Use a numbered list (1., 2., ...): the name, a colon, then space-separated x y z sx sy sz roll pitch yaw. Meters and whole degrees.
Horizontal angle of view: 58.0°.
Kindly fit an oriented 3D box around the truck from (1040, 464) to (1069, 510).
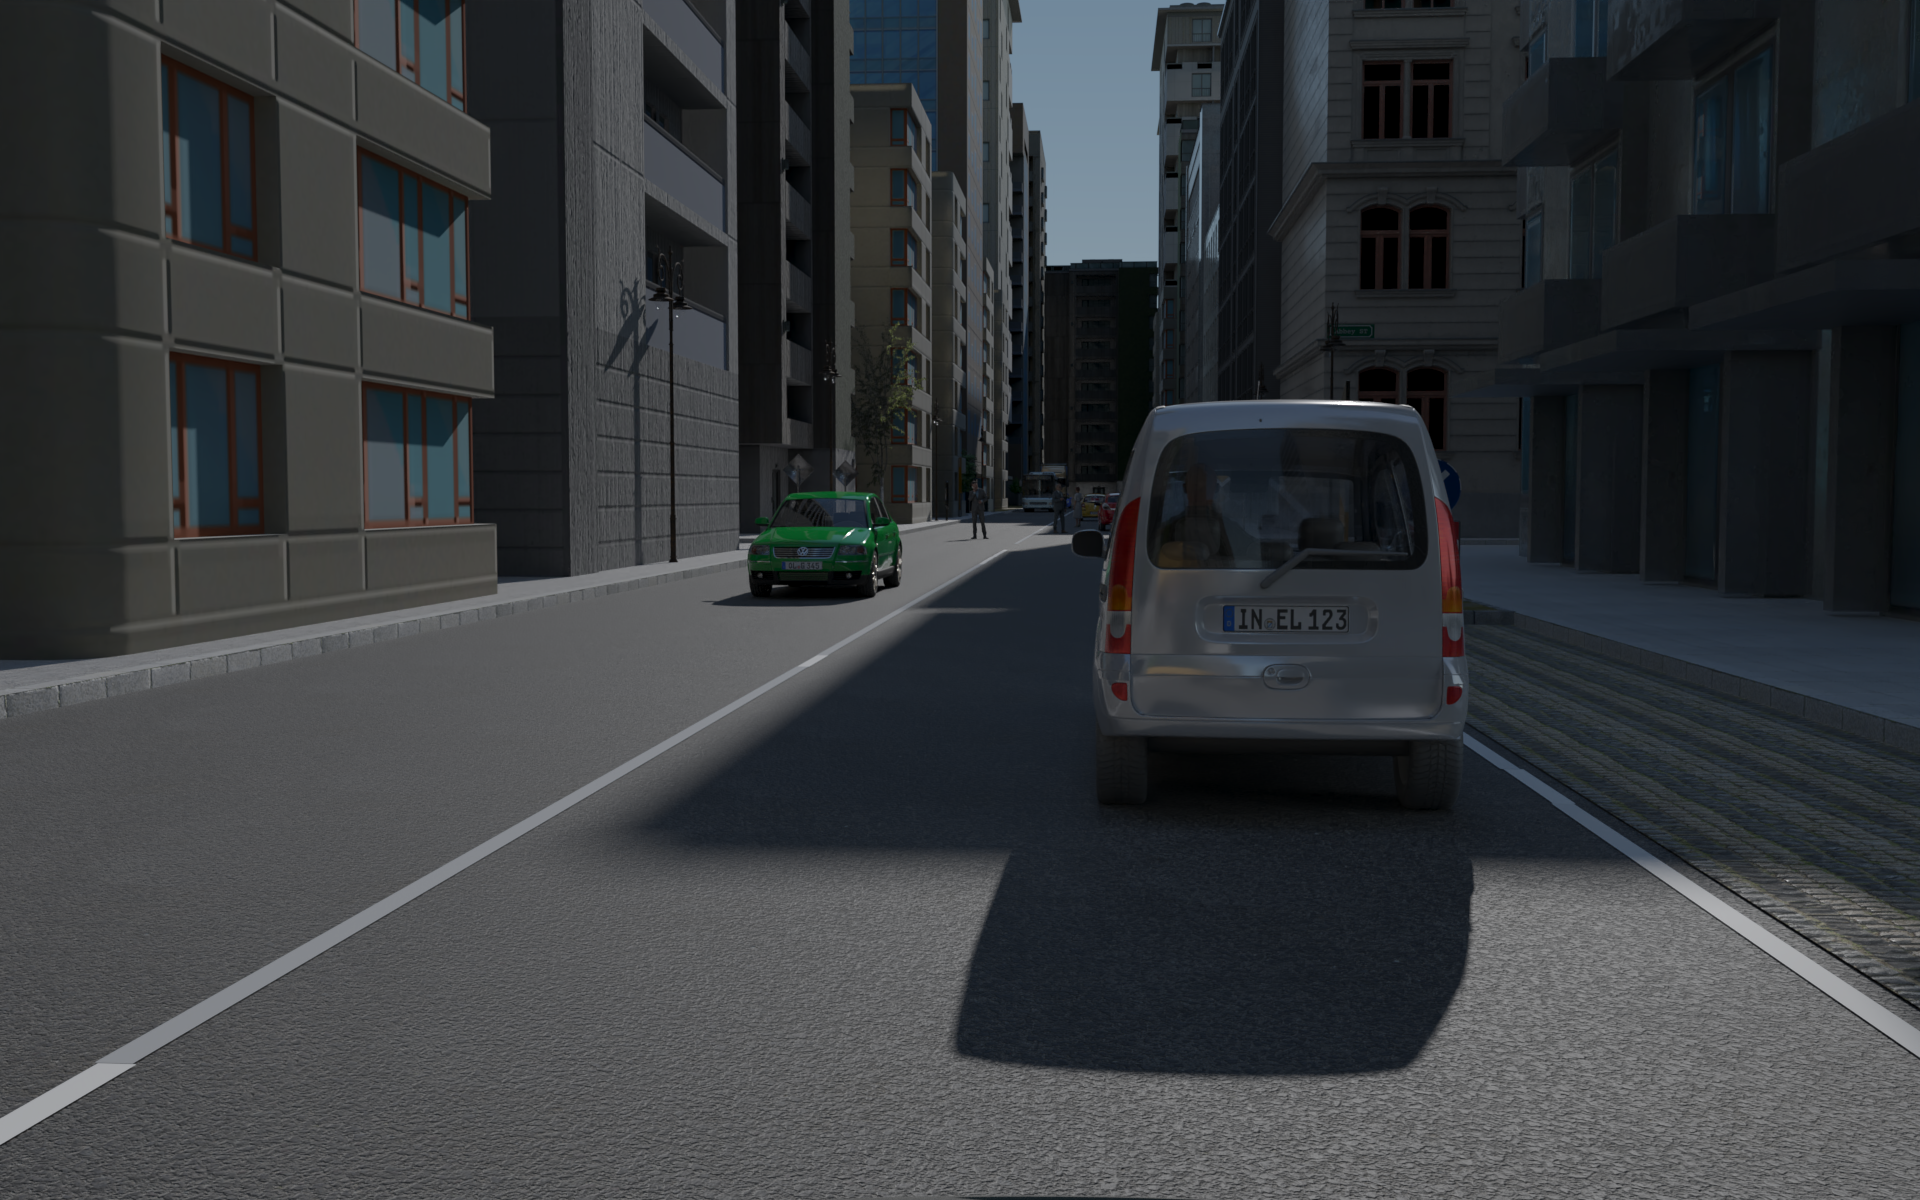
1. truck: 8.796 -10.589 162.050 2.839 4.237 11.283 0 4 4

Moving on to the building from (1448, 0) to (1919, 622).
1. building: 20.011 -24.540 20.833 23.786 49.044 30.456 0 4 5

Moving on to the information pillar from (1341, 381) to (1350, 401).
1. information pillar: 7.998 -2.732 36.022 0.183 3.616 0.504 0 4 -1

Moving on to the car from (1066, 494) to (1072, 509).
1. car: 10.218 -9.963 172.490 1.945 1.707 3.694 0 4 6

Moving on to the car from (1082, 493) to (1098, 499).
1. car: 11.139 -8.236 143.699 2.155 1.783 4.494 0 4 4

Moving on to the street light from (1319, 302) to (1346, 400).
1. street light: 8.977 -4.225 41.867 0.468 5.910 1.993 0 4 5

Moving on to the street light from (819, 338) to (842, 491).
1. street light: -3.836 -4.816 51.522 0.468 5.910 1.993 0 4 5

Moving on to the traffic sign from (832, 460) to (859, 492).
1. traffic sign: -3.391 -2.916 51.314 0.795 2.450 0.064 0 4 5

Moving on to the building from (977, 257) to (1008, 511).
1. building: -10.671 -18.162 141.989 27.650 21.520 28.899 0 4 5

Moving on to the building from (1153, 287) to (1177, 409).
1. building: 31.883 -19.130 157.820 27.650 21.520 28.899 0 4 5

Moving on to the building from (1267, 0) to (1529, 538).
1. building: 22.092 -16.371 55.064 23.554 28.519 14.401 0 4 5

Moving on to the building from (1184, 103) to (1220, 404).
1. building: 21.402 -18.138 114.576 12.078 24.808 19.932 0 4 5

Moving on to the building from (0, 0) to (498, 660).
1. building: -20.895 -9.987 8.331 27.650 21.520 28.899 0 4 5

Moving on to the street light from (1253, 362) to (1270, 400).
1. street light: 10.528 -5.375 60.672 0.468 5.910 1.993 0 4 5

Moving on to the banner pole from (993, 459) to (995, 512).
1. banner pole: 2.416 -8.096 122.389 0.401 3.779 0.863 0 4 -1

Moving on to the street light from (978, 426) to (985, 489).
1. street light: 1.460 -8.731 115.542 0.468 5.910 1.993 0 4 5

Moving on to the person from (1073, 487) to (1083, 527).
1. person: 5.057 -4.042 75.157 0.524 1.755 0.480 3 5 44

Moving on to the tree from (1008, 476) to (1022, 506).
1. tree: 6.296 -11.799 187.517 1.663 3.219 1.824 0 3 0

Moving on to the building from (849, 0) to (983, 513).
1. building: -5.849 -28.541 116.757 14.600 45.320 14.200 0 4 5

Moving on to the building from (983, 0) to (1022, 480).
1. building: -8.858 -35.467 169.126 28.713 52.752 27.495 0 4 5

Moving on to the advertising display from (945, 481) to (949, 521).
1. advertising display: -0.640 -4.788 83.490 0.123 1.923 0.974 0 4 -4

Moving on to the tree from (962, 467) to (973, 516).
1. tree: -0.053 -6.677 103.765 1.663 3.219 1.824 0 3 0

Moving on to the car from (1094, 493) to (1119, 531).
1. car: 6.377 -3.629 68.375 2.155 1.783 4.494 0 4 3

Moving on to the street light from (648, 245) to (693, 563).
1. street light: -5.384 -3.644 32.364 0.468 5.910 1.993 0 4 5

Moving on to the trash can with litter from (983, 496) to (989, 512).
1. trash can with litter: 1.777 -6.962 125.212 0.624 1.170 1.055 0 4 6

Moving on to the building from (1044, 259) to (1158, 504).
1. building: 17.509 -27.173 215.987 14.107 30.474 14.160 0 4 5

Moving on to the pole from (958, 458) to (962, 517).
1. pole: 0.005 -6.305 96.937 0.158 3.312 0.155 0 3 0

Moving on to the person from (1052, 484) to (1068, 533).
1. person: 3.690 -3.357 63.558 0.590 1.801 0.661 3 5 45

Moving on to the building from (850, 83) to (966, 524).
1. building: -14.626 -14.897 88.608 27.650 21.520 28.899 0 4 5

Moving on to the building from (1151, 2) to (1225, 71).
1. building: 35.069 -36.444 185.096 28.713 52.752 27.495 0 4 5

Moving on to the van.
1. van: 1.583 -0.140 9.294 2.013 2.044 4.112 0 4 6

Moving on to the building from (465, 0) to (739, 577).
1. building: -19.379 -30.130 34.622 28.212 58.520 21.231 0 4 5

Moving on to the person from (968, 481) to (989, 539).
1. person: 0.596 -2.868 55.199 0.655 1.846 0.447 0 4 3

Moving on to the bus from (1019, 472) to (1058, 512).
1. bus: 6.499 -8.878 140.021 2.948 3.499 13.247 0 4 4

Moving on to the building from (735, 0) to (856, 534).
1. building: -11.528 -17.543 58.535 14.160 30.474 14.107 0 4 5

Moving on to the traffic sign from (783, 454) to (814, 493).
1. traffic sign: -4.045 -2.429 43.355 0.795 2.450 0.064 0 4 5

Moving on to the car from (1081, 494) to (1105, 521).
1. car: 7.247 -5.058 92.917 2.015 1.641 3.980 0 4 4

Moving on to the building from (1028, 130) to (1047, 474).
1. building: 0.072 -36.546 221.229 21.600 48.544 21.300 0 4 5

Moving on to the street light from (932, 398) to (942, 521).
1. street light: -1.132 -6.758 83.278 0.468 5.910 1.993 0 4 5

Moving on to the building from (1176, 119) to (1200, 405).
1. building: 24.070 -22.301 136.326 14.160 30.474 14.107 0 4 5

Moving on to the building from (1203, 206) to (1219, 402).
1. building: 19.222 -14.766 96.176 10.420 20.320 16.860 0 4 5

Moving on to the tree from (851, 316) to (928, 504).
1. tree: -3.442 -7.383 71.070 4.360 8.622 3.978 0 3 0

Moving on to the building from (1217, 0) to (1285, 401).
1. building: 18.979 -17.211 74.902 14.314 27.812 24.014 0 4 5

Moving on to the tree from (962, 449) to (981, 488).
1. tree: -0.276 -7.591 107.820 4.285 4.588 4.351 0 3 0

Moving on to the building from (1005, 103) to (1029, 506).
1. building: 0.303 -33.347 195.337 14.200 45.320 14.600 0 4 5

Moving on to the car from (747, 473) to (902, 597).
1. car: -1.923 -1.022 25.500 1.959 1.807 4.718 0 4 5

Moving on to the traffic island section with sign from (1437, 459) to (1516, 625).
1. traffic island section with sign: 5.135 -0.685 19.836 1.989 1.847 2.006 0 4 5

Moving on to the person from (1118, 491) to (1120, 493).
1. person: 14.485 -9.034 156.940 1.217 1.736 0.721 -2 4 -32
